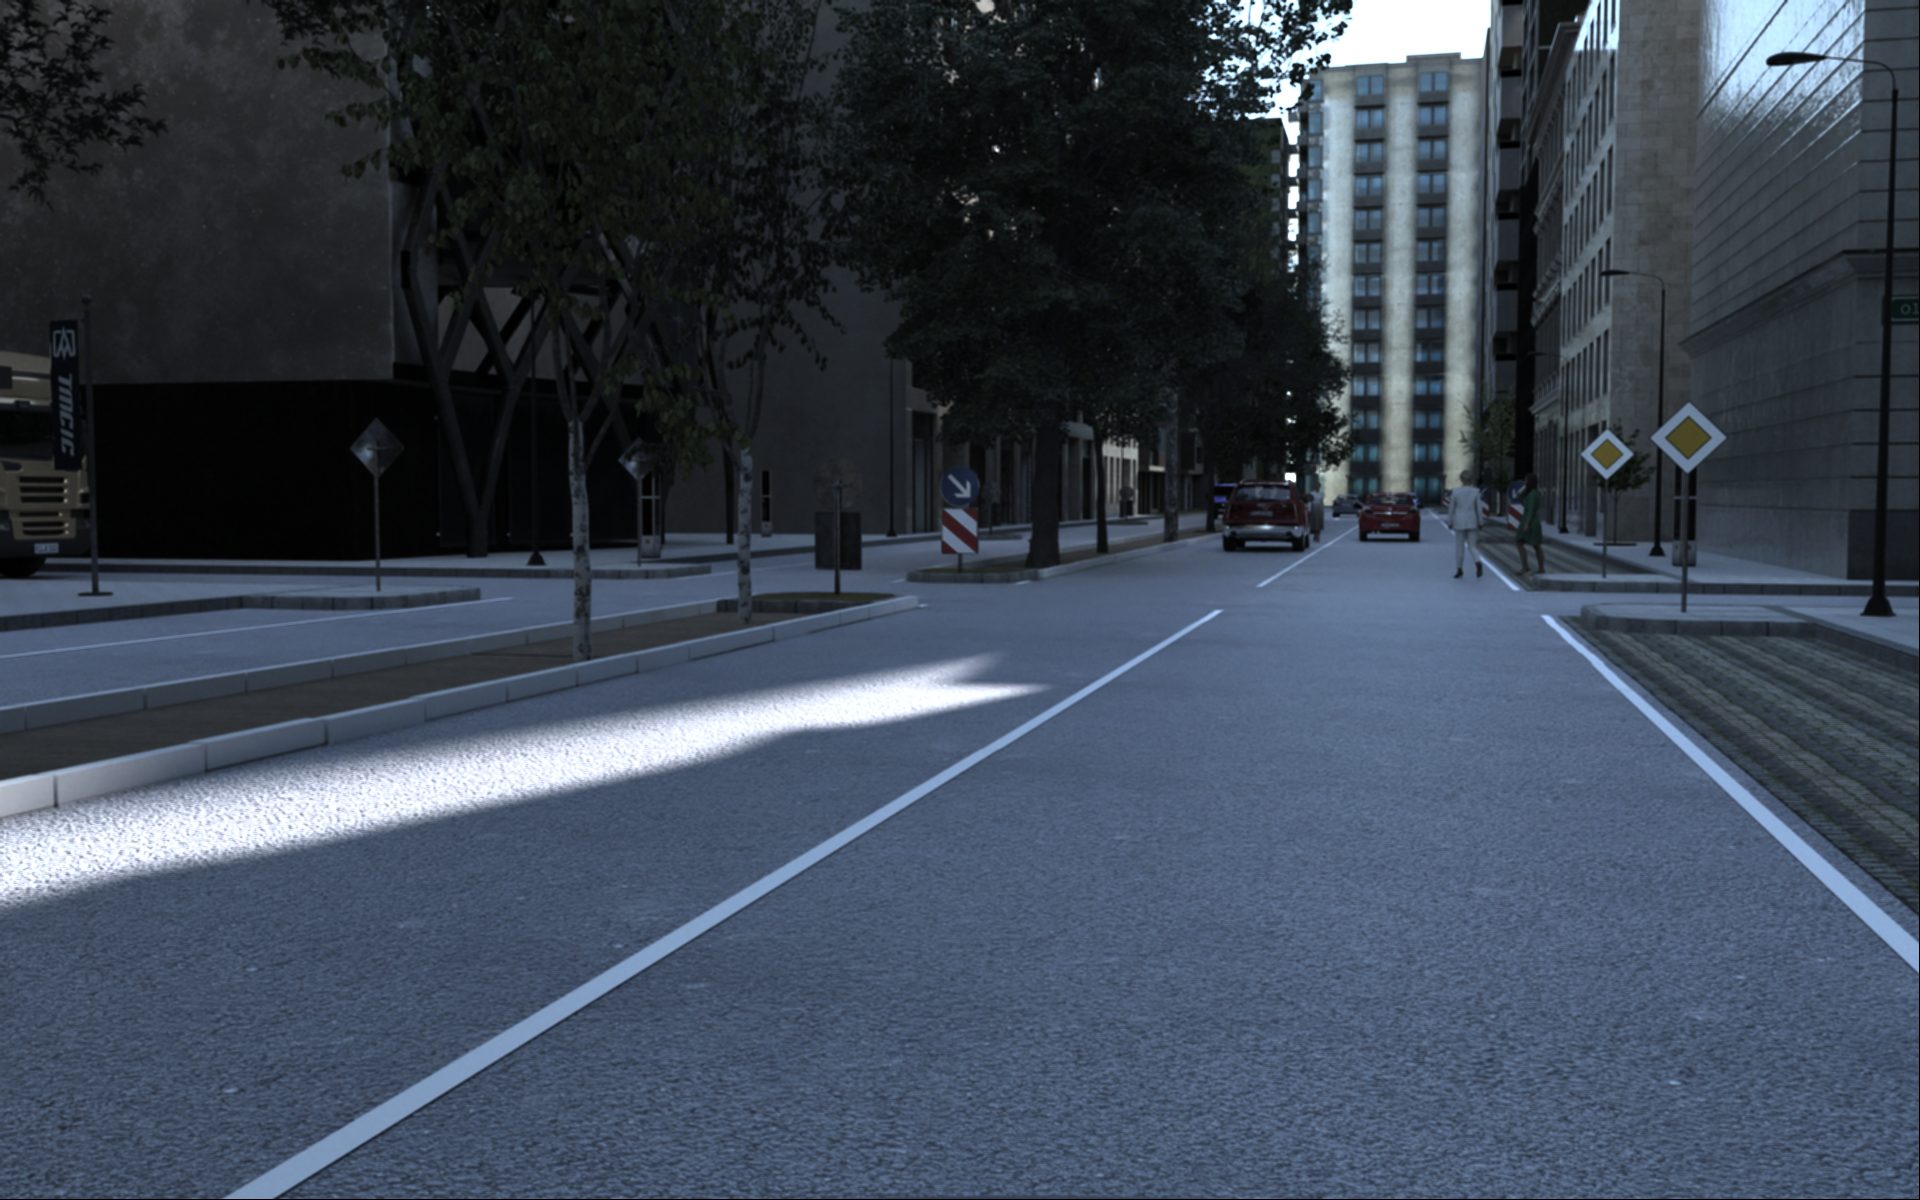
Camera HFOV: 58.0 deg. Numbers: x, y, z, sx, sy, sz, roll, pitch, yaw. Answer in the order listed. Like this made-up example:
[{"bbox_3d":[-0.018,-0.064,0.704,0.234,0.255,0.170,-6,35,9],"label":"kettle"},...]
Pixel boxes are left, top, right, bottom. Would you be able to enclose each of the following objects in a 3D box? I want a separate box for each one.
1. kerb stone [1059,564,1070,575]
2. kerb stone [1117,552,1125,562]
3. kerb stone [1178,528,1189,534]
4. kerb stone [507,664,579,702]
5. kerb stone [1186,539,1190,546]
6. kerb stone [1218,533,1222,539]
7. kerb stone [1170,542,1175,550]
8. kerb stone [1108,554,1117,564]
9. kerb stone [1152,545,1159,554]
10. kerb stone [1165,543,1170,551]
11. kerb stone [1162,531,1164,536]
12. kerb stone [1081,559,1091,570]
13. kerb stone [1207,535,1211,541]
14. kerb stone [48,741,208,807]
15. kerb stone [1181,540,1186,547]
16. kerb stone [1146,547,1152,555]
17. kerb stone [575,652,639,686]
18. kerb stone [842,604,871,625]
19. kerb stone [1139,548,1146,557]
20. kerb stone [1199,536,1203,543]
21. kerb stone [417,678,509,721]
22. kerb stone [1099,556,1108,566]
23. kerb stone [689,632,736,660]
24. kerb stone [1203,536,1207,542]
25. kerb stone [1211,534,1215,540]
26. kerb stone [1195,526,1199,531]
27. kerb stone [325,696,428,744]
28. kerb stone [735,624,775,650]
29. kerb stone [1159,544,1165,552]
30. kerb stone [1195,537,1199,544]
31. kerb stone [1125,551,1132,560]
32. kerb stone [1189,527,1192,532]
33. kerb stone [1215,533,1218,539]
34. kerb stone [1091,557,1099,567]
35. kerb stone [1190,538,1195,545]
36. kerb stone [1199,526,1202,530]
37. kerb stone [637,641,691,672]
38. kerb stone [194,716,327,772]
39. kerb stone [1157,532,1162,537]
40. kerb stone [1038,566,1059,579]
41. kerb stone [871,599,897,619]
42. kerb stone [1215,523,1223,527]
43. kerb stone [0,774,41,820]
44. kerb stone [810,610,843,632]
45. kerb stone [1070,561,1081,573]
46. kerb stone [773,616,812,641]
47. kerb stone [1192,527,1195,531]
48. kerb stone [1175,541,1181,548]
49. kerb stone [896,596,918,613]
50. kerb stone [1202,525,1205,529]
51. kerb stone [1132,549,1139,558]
[{"bbox_3d":[1.755,-0.526,30.792,0.120,0.150,1.000,1,4,15],"label":"kerb stone"},{"bbox_3d":[3.313,-0.887,36.743,0.120,0.150,1.000,1,4,15],"label":"kerb stone"},{"bbox_3d":[8.248,-2.562,64.080,0.120,0.150,1.000,1,4,15],"label":"kerb stone"},{"bbox_3d":[-3.036,0.601,12.405,0.120,0.150,1.000,1,4,15],"label":"kerb stone"},{"bbox_3d":[6.140,-1.557,47.646,0.120,0.150,1.000,1,4,15],"label":"kerb stone"},{"bbox_3d":[8.212,-2.040,55.587,0.120,0.150,1.000,1,4,15],"label":"kerb stone"},{"bbox_3d":[5.364,-1.375,44.677,0.120,0.150,1.000,1,4,15],"label":"kerb stone"},{"bbox_3d":[3.039,-0.830,35.758,0.120,0.150,1.000,1,4,15],"label":"kerb stone"},{"bbox_3d":[4.593,-1.193,41.702,0.120,0.150,1.000,1,4,15],"label":"kerb stone"},{"bbox_3d":[5.111,-1.314,43.687,0.120,0.150,1.000,1,4,15],"label":"kerb stone"},{"bbox_3d":[6.697,-2.197,58.110,0.120,0.150,1.000,1,4,15],"label":"kerb stone"},{"bbox_3d":[2.277,-0.647,32.778,0.120,0.150,1.000,1,4,15],"label":"kerb stone"},{"bbox_3d":[7.432,-1.855,52.611,0.120,0.150,1.000,1,4,15],"label":"kerb stone"},{"bbox_3d":[-4.065,0.846,8.433,0.120,0.150,1.000,1,4,15],"label":"kerb stone"},{"bbox_3d":[5.886,-1.495,46.656,0.120,0.150,1.000,1,4,15],"label":"kerb stone"},{"bbox_3d":[4.332,-1.129,40.714,0.120,0.150,1.000,1,4,15],"label":"kerb stone"},{"bbox_3d":[-2.776,0.538,13.403,0.120,0.150,1.000,1,4,15],"label":"kerb stone"},{"bbox_3d":[-1.227,0.174,19.344,0.120,0.150,1.000,1,4,15],"label":"kerb stone"},{"bbox_3d":[4.076,-1.072,39.724,0.120,0.150,1.000,1,4,15],"label":"kerb stone"},{"bbox_3d":[6.911,-1.737,50.625,0.120,0.150,1.000,1,4,15],"label":"kerb stone"},{"bbox_3d":[-3.295,0.660,11.406,0.120,0.150,1.000,1,4,15],"label":"kerb stone"},{"bbox_3d":[2.785,-0.767,34.763,0.120,0.150,1.000,1,4,15],"label":"kerb stone"},{"bbox_3d":[-2.254,0.417,15.383,0.120,0.150,1.000,1,4,15],"label":"kerb stone"},{"bbox_3d":[7.175,-1.799,51.617,0.120,0.150,1.000,1,4,15],"label":"kerb stone"},{"bbox_3d":[7.689,-1.921,53.600,0.120,0.150,1.000,1,4,15],"label":"kerb stone"},{"bbox_3d":[9.025,-2.742,67.063,0.120,0.150,1.000,1,4,15],"label":"kerb stone"},{"bbox_3d":[-3.546,0.728,10.414,0.120,0.150,1.000,1,4,15],"label":"kerb stone"},{"bbox_3d":[-2.005,0.360,16.377,0.120,0.150,1.000,1,4,15],"label":"kerb stone"},{"bbox_3d":[4.855,-1.254,42.697,0.120,0.150,1.000,1,4,15],"label":"kerb stone"},{"bbox_3d":[6.656,-1.674,49.625,0.120,0.150,1.000,1,4,15],"label":"kerb stone"},{"bbox_3d":[3.559,-0.950,37.736,0.120,0.150,1.000,1,4,15],"label":"kerb stone"},{"bbox_3d":[8.513,-2.617,65.081,0.120,0.150,1.000,1,4,15],"label":"kerb stone"},{"bbox_3d":[7.953,-1.978,54.597,0.120,0.150,1.000,1,4,15],"label":"kerb stone"},{"bbox_3d":[2.519,-0.708,33.775,0.120,0.150,1.000,1,4,15],"label":"kerb stone"},{"bbox_3d":[6.405,-1.617,48.633,0.120,0.150,1.000,1,4,15],"label":"kerb stone"},{"bbox_3d":[9.279,-2.801,68.054,0.120,0.150,1.000,1,4,15],"label":"kerb stone"},{"bbox_3d":[-2.513,0.480,14.394,0.120,0.150,1.000,1,4,15],"label":"kerb stone"},{"bbox_3d":[-3.813,0.781,9.427,0.120,0.150,1.000,1,4,15],"label":"kerb stone"},{"bbox_3d":[6.434,-2.136,57.115,0.120,0.150,1.000,1,4,15],"label":"kerb stone"},{"bbox_3d":[1.495,-0.461,29.795,0.120,0.150,1.000,1,4,15],"label":"kerb stone"},{"bbox_3d":[-0.968,0.116,20.336,0.120,0.150,1.000,1,4,15],"label":"kerb stone"},{"bbox_3d":[11.345,-3.289,76.000,0.120,0.150,1.000,1,4,15],"label":"kerb stone"},{"bbox_3d":[-4.324,0.905,7.444,0.120,0.150,1.000,1,4,15],"label":"kerb stone"},{"bbox_3d":[-1.488,0.237,18.356,0.120,0.150,1.000,1,4,15],"label":"kerb stone"},{"bbox_3d":[2.018,-0.578,31.789,0.120,0.150,1.000,1,4,15],"label":"kerb stone"},{"bbox_3d":[-1.738,0.295,17.365,0.120,0.150,1.000,1,4,15],"label":"kerb stone"},{"bbox_3d":[8.766,-2.684,66.074,0.120,0.150,1.000,1,4,15],"label":"kerb stone"},{"bbox_3d":[5.630,-1.434,45.665,0.120,0.150,1.000,1,4,15],"label":"kerb stone"},{"bbox_3d":[-0.713,0.053,21.325,0.120,0.150,1.000,1,4,15],"label":"kerb stone"},{"bbox_3d":[9.544,-2.864,69.047,0.120,0.150,1.000,1,4,15],"label":"kerb stone"},{"bbox_3d":[3.817,-1.008,38.725,0.120,0.150,1.000,1,4,15],"label":"kerb stone"}]
